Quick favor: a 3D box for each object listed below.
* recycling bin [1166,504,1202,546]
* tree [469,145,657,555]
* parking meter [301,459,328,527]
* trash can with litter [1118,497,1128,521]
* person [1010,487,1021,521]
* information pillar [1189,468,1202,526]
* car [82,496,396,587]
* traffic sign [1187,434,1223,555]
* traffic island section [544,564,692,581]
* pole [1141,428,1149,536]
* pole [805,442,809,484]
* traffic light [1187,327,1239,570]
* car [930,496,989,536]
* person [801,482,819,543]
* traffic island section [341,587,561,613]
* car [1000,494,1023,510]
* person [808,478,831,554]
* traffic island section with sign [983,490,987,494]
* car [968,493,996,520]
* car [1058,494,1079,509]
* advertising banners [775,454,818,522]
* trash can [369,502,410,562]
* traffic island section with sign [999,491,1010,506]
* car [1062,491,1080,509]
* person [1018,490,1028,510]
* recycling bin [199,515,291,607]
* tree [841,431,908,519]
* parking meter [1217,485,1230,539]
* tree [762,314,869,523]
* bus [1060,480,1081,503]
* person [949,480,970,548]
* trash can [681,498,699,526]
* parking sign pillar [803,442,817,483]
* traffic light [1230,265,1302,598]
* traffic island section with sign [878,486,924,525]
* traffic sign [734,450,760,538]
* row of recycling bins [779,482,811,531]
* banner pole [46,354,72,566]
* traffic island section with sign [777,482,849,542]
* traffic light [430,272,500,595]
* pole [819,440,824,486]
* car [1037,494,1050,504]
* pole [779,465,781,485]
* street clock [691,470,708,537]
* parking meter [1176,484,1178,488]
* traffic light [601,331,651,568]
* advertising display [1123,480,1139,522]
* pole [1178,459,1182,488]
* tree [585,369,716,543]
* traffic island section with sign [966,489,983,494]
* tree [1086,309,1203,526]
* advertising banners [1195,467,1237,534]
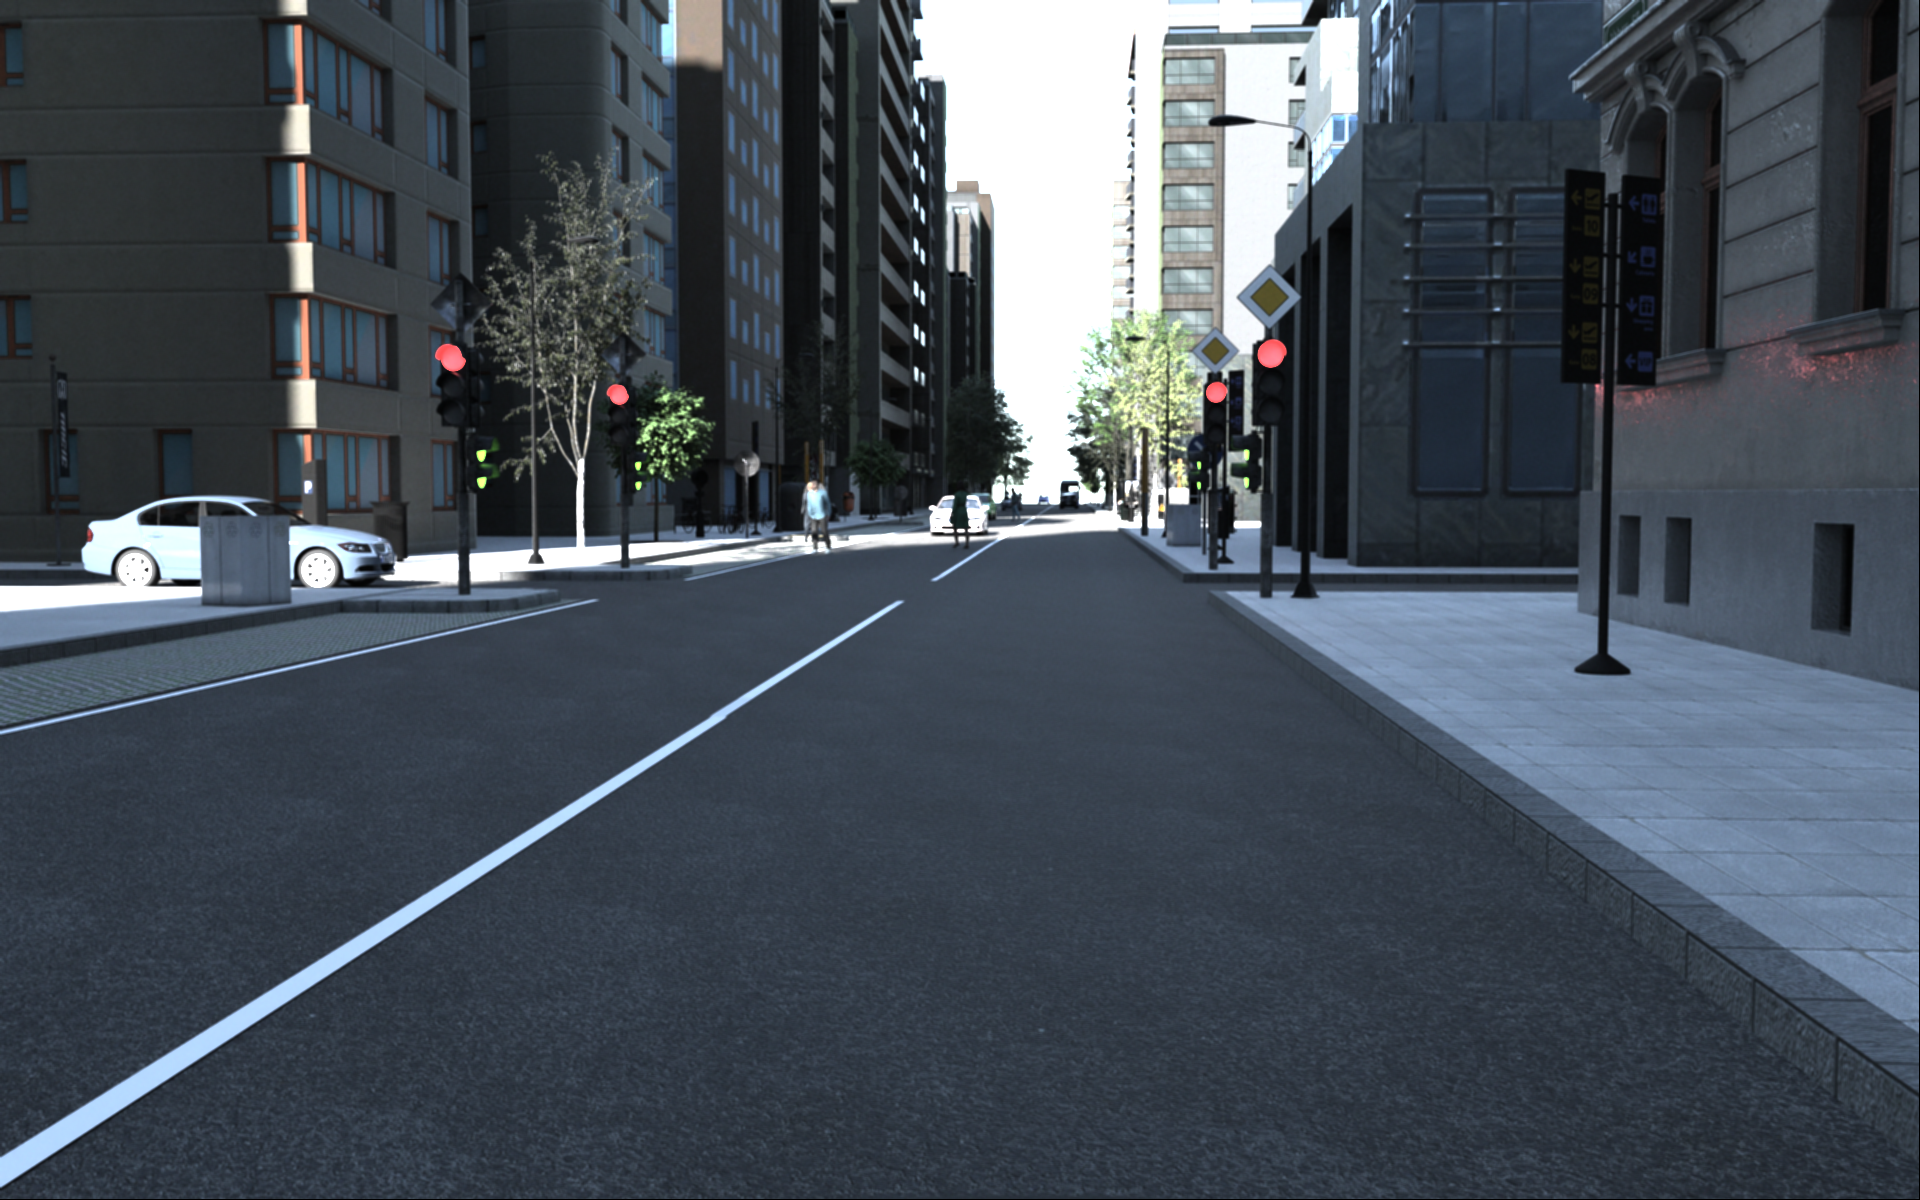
[{"bbox_3d":[5.534,-1.851,42.812,0.722,1.027,0.722,0,4,-8],"label":"recycling bin"},{"bbox_3d":[-8.201,-5.283,36.739,4.360,8.622,3.978,0,3,0],"label":"tree"},{"bbox_3d":[-10.961,-1.450,29.421,0.399,1.863,0.255,2,4,33],"label":"parking meter"},{"bbox_3d":[7.859,-4.395,83.242,0.624,1.170,1.055,0,4,0],"label":"trash can with litter"},{"bbox_3d":[2.858,-5.026,91.019,0.721,1.781,0.623,-1,4,-23],"label":"person"},{"bbox_3d":[6.713,-2.748,49.428,0.304,2.012,0.304,2,4,24],"label":"information pillar"},{"bbox_3d":[-10.923,-0.882,26.416,4.499,1.417,2.014,0,4,2],"label":"car"},{"bbox_3d":[5.174,-2.232,36.607,0.768,2.556,0.104,1,4,10],"label":"traffic sign"},{"bbox_3d":[-5.841,-0.479,30.113,2.009,0.180,2.903,0,4,4],"label":"traffic island section"},{"bbox_3d":[5.679,-3.628,53.155,0.158,3.312,0.155,0,3,0],"label":"pole"},{"bbox_3d":[-5.940,-4.491,67.263,0.158,3.312,0.155,0,3,0],"label":"pole"},{"bbox_3d":[4.290,-2.473,29.347,0.839,4.253,0.868,0,4,4],"label":"traffic light"},{"bbox_3d":[0.006,-2.968,60.886,2.083,1.381,4.827,0,4,3],"label":"car"},{"bbox_3d":[-4.355,-2.557,50.733,0.576,1.772,0.534,0,4,-6],"label":"person"},{"bbox_3d":[-6.353,0.008,22.145,2.009,0.180,2.903,0,4,4],"label":"traffic island section"},{"bbox_3d":[4.592,-8.609,152.754,2.014,1.417,4.499,0,4,4],"label":"car"},{"bbox_3d":[-3.342,-2.018,41.506,0.660,1.820,0.620,1,4,21],"label":"person"},{"bbox_3d":[2.205,-8.984,155.510,1.989,1.847,2.006,0,4,4],"label":"traffic island section with sign"},{"bbox_3d":[1.010,-5.326,95.871,1.959,1.807,4.718,0,4,5],"label":"car"},{"bbox_3d":[10.514,-9.674,167.962,2.009,1.686,4.222,0,4,4],"label":"car"},{"bbox_3d":[-7.175,-4.887,76.082,2.074,3.025,0.090,1,4,20],"label":"advertising banners"},{"bbox_3d":[-10.730,-1.283,32.626,0.748,1.137,0.748,0,3,0],"label":"trash can"},{"bbox_3d":[5.839,-12.441,212.030,1.989,1.847,2.006,0,4,4],"label":"traffic island section with sign"},{"bbox_3d":[11.007,-9.964,172.501,1.945,1.707,3.694,0,4,4],"label":"car"},{"bbox_3d":[5.593,-9.309,160.705,1.348,1.824,0.705,-1,4,-9],"label":"person"},{"bbox_3d":[-8.306,-0.464,20.141,0.722,1.027,0.722,2,4,25],"label":"recycling bin"},{"bbox_3d":[-4.444,-6.504,90.048,4.285,4.588,4.351,0,3,0],"label":"tree"},{"bbox_3d":[7.579,-2.539,49.916,0.372,1.533,0.369,0,3,0],"label":"parking meter"},{"bbox_3d":[-5.677,-7.370,70.861,4.360,8.622,3.978,0,3,0],"label":"tree"},{"bbox_3d":[14.571,-14.334,229.221,2.948,3.499,13.247,0,4,4],"label":"bus"},{"bbox_3d":[0.017,-2.259,45.679,0.529,1.795,0.600,3,5,43],"label":"person"},{"bbox_3d":[-10.763,-3.511,69.054,0.748,1.137,0.748,0,3,0],"label":"trash can"},{"bbox_3d":[-7.825,-6.214,90.076,1.447,3.967,1.447,-1,4,-18],"label":"parking sign pillar"},{"bbox_3d":[3.778,-1.985,21.378,0.839,4.253,0.868,0,4,4],"label":"traffic light"},{"bbox_3d":[-2.683,-4.327,79.367,1.989,1.847,2.006,0,4,4],"label":"traffic island section with sign"},{"bbox_3d":[-6.205,-3.076,50.400,0.768,2.556,0.104,0,4,4],"label":"traffic sign"},{"bbox_3d":[-5.751,-3.299,61.053,1.069,1.692,3.534,0,4,4],"label":"row of recycling bins"},{"bbox_3d":[-16.196,-2.519,31.195,0.401,3.779,0.863,0,4,-6],"label":"banner pole"},{"bbox_3d":[-4.405,-2.681,52.467,1.989,1.847,2.006,0,4,4],"label":"traffic island section with sign"},{"bbox_3d":[-6.313,-2.024,22.008,0.839,4.253,0.868,0,4,4],"label":"traffic light"},{"bbox_3d":[-5.209,-4.362,65.168,0.158,3.312,0.155,0,3,0],"label":"pole"},{"bbox_3d":[12.119,-14.714,250.169,1.945,1.707,3.694,0,4,5],"label":"car"},{"bbox_3d":[-8.914,-5.595,85.324,0.158,3.312,0.155,0,3,0],"label":"pole"},{"bbox_3d":[-7.693,-2.853,51.220,0.471,2.002,0.358,-3,5,-42],"label":"street clock"},{"bbox_3d":[12.839,-5.859,101.502,0.255,1.863,0.399,2,4,23],"label":"parking meter"},{"bbox_3d":[-5.802,-2.511,29.976,0.839,4.253,0.868,0,4,4],"label":"traffic light"},{"bbox_3d":[7.974,-4.620,80.751,0.974,1.923,0.123,-3,5,-42],"label":"advertising display"},{"bbox_3d":[12.778,-6.537,100.721,0.158,3.312,0.155,0,3,0],"label":"pole"},{"bbox_3d":[-8.127,-3.794,45.738,4.285,4.588,4.351,0,3,0],"label":"tree"},{"bbox_3d":[0.464,-7.326,128.413,1.989,1.847,2.006,0,4,4],"label":"traffic island section with sign"},{"bbox_3d":[7.776,-7.225,68.493,4.737,8.622,4.395,0,3,0],"label":"tree"},{"bbox_3d":[8.207,-3.653,55.921,2.074,3.025,0.090,-3,4,-38],"label":"advertising banners"}]
